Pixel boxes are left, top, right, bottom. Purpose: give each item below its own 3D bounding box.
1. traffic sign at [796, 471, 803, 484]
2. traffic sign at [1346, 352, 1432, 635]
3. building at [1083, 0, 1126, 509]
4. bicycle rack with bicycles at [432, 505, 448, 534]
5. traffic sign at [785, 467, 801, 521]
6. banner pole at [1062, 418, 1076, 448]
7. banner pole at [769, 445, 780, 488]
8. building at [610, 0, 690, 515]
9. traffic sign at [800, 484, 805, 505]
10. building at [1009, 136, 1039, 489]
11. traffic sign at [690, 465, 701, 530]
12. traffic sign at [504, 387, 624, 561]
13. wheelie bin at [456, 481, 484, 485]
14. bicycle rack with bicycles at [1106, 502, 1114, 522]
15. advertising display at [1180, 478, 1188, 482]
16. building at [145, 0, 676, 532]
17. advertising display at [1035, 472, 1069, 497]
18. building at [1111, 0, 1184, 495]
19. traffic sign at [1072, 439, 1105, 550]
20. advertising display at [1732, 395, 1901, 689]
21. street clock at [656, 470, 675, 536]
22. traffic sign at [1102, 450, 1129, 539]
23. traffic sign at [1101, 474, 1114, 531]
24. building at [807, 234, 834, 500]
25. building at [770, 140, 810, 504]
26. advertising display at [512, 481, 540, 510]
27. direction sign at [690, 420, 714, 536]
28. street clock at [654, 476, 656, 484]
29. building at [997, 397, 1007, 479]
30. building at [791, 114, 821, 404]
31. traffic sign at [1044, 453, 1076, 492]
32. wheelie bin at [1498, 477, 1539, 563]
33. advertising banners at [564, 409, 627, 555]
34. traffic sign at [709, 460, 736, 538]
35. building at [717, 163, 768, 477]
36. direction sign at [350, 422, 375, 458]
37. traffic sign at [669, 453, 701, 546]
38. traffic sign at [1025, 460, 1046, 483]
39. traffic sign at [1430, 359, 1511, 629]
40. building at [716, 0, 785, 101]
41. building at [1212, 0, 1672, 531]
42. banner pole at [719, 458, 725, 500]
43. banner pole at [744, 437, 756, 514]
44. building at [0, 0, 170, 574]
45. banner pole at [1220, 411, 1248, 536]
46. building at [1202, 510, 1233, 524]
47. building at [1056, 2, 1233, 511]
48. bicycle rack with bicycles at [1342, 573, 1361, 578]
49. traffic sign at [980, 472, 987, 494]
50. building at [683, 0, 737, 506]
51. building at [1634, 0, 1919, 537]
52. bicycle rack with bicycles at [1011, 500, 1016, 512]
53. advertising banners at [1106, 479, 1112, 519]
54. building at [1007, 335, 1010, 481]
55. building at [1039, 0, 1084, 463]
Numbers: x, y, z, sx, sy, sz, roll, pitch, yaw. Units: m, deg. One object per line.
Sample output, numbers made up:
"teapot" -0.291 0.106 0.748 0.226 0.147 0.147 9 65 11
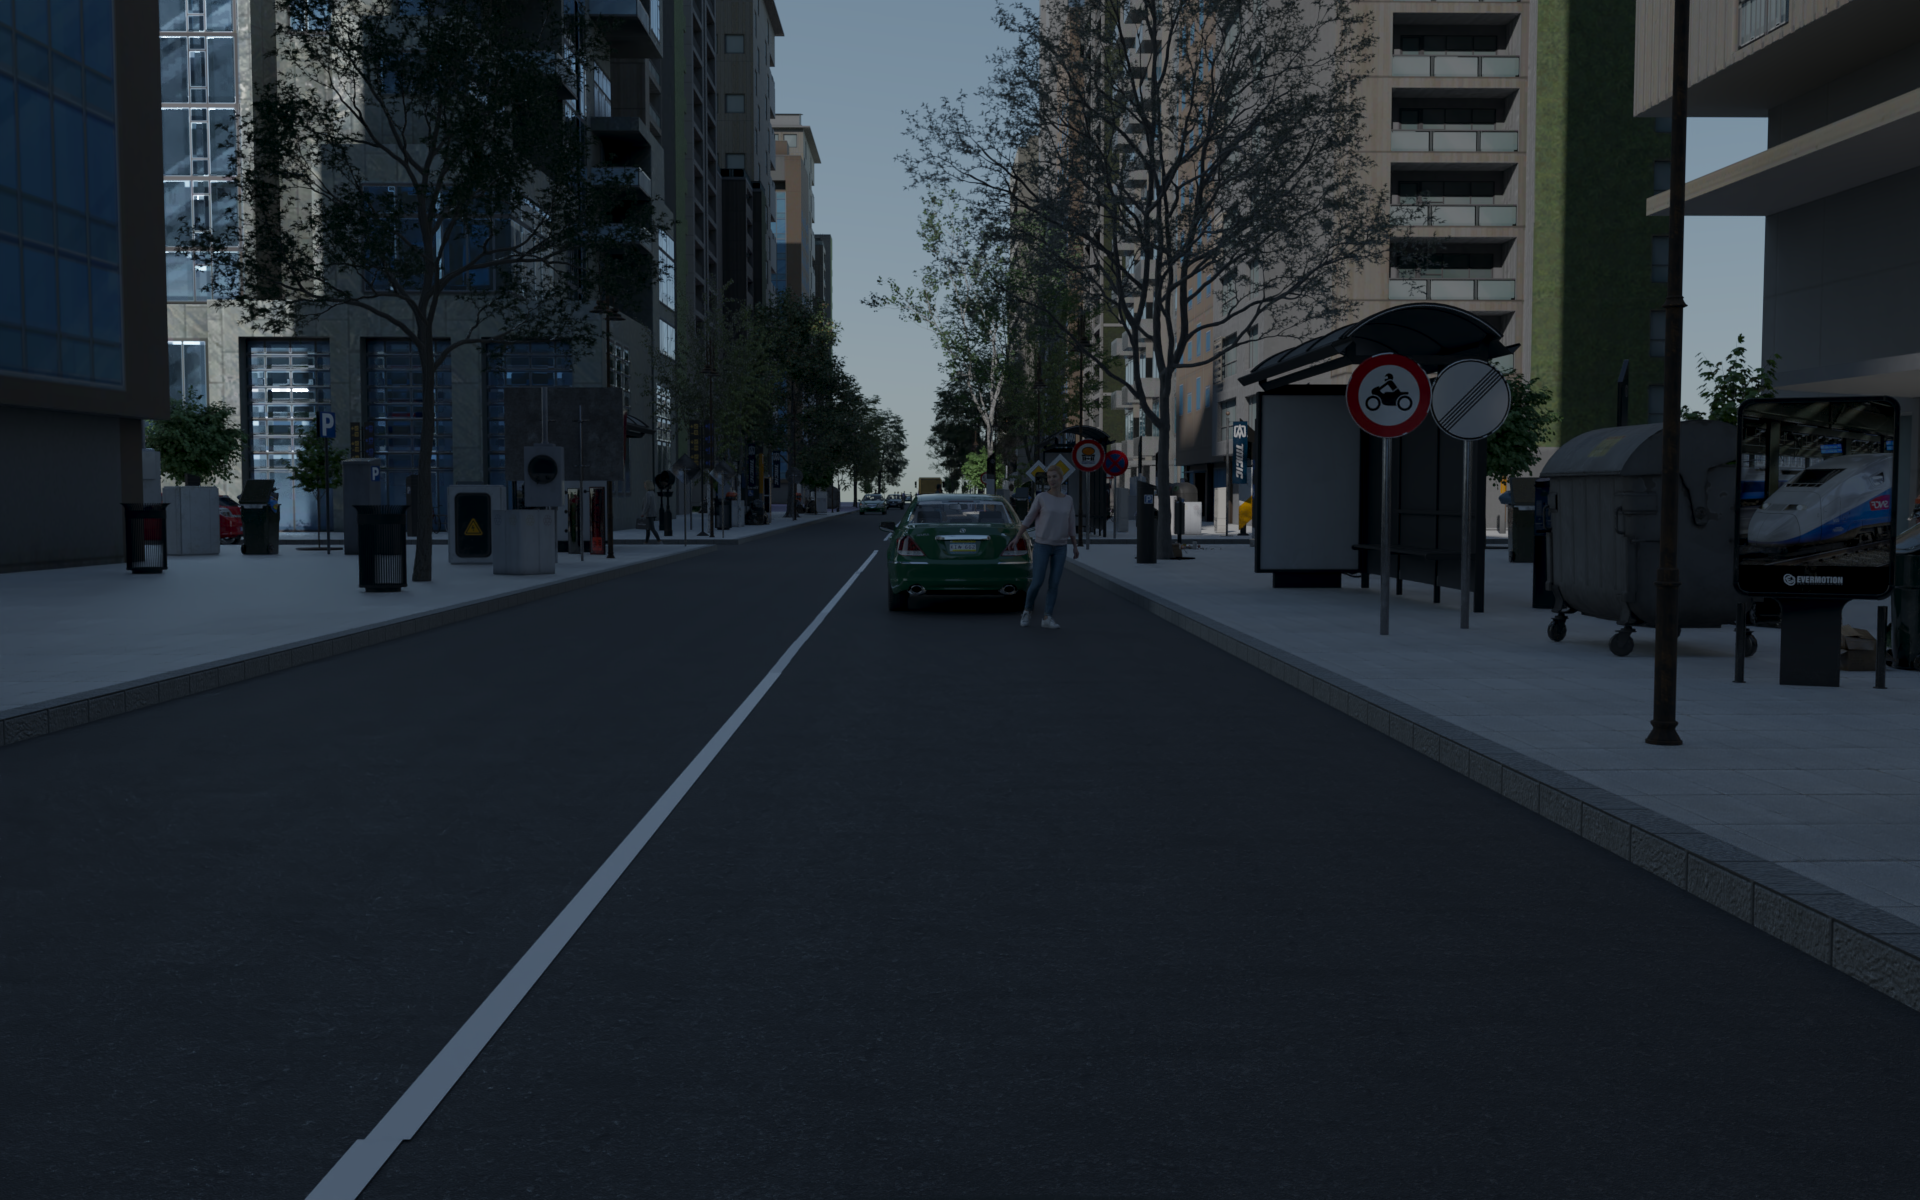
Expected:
"traffic sign" -8.267 -5.313 86.967 0.768 2.556 0.104 0 4 1
"traffic sign" 3.868 -0.954 15.705 0.768 2.556 0.104 0 4 4
"building" 18.936 -42.885 139.425 20.563 71.187 20.611 0 4 -1
"bicycle rack with bicycles" -16.025 -2.621 56.229 2.852 0.926 2.925 -3 4 -39
"traffic sign" -7.932 -5.028 82.309 0.768 2.556 0.104 0 4 5
"banner pole" 3.544 -4.084 56.793 0.401 3.779 0.863 -3 4 -36
"banner pole" -9.412 -5.975 87.712 0.863 3.779 0.401 2 4 32
"building" -24.111 -25.621 102.505 14.154 41.232 14.086 0 4 -1
"traffic sign" -10.384 -7.070 115.695 0.768 2.556 0.104 0 4 7
"building" 17.766 -37.094 230.191 21.300 48.544 21.600 0 4 -1
"traffic sign" -9.604 -3.773 61.801 0.768 2.556 0.104 0 4 4
"traffic sign" -7.552 -2.396 33.045 2.265 3.308 0.079 0 3 0
"wheelie bin" -11.924 -2.089 42.060 0.980 1.594 0.693 -1 4 -15
"bicycle rack with bicycles" 6.347 -3.973 78.345 2.852 0.926 2.925 -3 4 -39
"advertising display" 8.965 -3.928 69.443 0.123 1.923 0.974 0 4 -3
"building" -23.401 -46.359 70.645 22.319 86.520 31.000 0 4 -1
"advertising display" 2.667 -2.763 50.386 0.974 1.923 0.123 0 4 -2
"building" 21.641 -30.008 110.236 23.786 49.044 30.456 0 4 -1
"traffic sign" 2.950 -2.435 39.911 0.768 2.556 0.104 0 4 1
"advertising display" 5.693 -0.388 11.554 0.974 1.923 0.123 2 4 25
"street clock" -8.878 -2.941 52.654 0.471 2.002 0.358 3 5 43
"traffic sign" 4.462 -3.042 49.847 0.768 2.556 0.104 0 4 5
"traffic sign" 4.936 -3.695 60.420 0.884 2.594 0.081 0 4 3
"building" -26.808 -35.552 264.875 14.154 41.232 14.086 0 4 -1
"building" -26.806 -35.050 223.182 14.600 45.320 14.200 0 4 -1
"advertising display" -10.470 -2.241 41.858 0.123 1.923 0.974 1 4 23
"direction sign" -7.884 -3.729 52.967 0.876 3.537 0.379 2 4 26
"street clock" -10.460 -3.435 60.733 0.471 2.002 0.358 -1 4 -19
"building" 20.186 -26.087 271.559 27.650 21.520 28.899 0 4 -1
"building" -34.448 -40.023 243.609 28.713 52.752 27.495 0 4 -1
"traffic sign" 2.461 -2.383 42.599 0.795 2.450 0.064 0 4 -1
"wheelie bin" 10.590 -1.503 32.480 0.980 1.594 0.693 0 4 7
"advertising banners" -7.674 -2.467 36.531 2.074 3.025 0.090 3 5 40
"traffic sign" -6.898 -2.861 50.412 0.795 2.450 0.064 0 4 -1
"building" -24.681 -23.326 153.088 14.160 30.474 14.107 0 4 -1
"direction sign" -18.794 -3.825 54.537 0.876 3.537 0.379 1 4 19
"traffic sign" -6.731 -2.372 42.429 0.795 2.450 0.064 0 4 -1
"traffic sign" 2.295 -2.871 50.583 0.795 2.450 0.064 0 4 -1
"traffic sign" 4.814 -0.999 16.442 0.768 2.556 0.104 0 4 0
"building" -32.689 -35.705 173.009 28.713 52.752 27.495 0 4 -1
"building" 17.616 -23.334 65.100 14.086 41.232 14.154 0 4 -1
"banner pole" -14.678 -7.130 106.593 0.401 3.779 0.863 -3 5 -41
"banner pole" -9.167 -5.226 75.464 0.863 3.779 0.401 3 5 41
"building" -22.101 -22.927 24.970 14.200 45.320 14.600 0 4 -1
"banner pole" 8.309 -3.816 52.404 0.863 3.779 0.401 2 4 29
"building" 18.024 -26.293 79.997 14.600 45.320 14.200 0 4 -1
"building" 16.236 -31.073 158.159 14.600 45.320 14.200 0 4 -1
"bicycle rack with bicycles" 6.603 -0.833 27.003 2.925 0.926 2.852 1 4 13
"traffic sign" 1.522 -6.028 98.662 0.768 2.556 0.104 0 4 4
"building" -27.438 -42.560 134.102 20.563 71.187 20.611 0 4 -1
"building" 26.835 -26.356 20.160 28.713 52.752 27.495 0 4 -1
"bicycle rack with bicycles" 3.128 -5.452 102.528 2.925 0.926 2.852 -1 4 -12
"advertising banners" 7.254 -5.491 85.958 0.090 3.025 2.074 -1 4 -12
"building" 13.680 -29.214 249.350 14.160 30.474 14.107 0 4 -1
"building" 18.636 -38.972 179.192 21.231 58.520 28.212 0 4 -1
